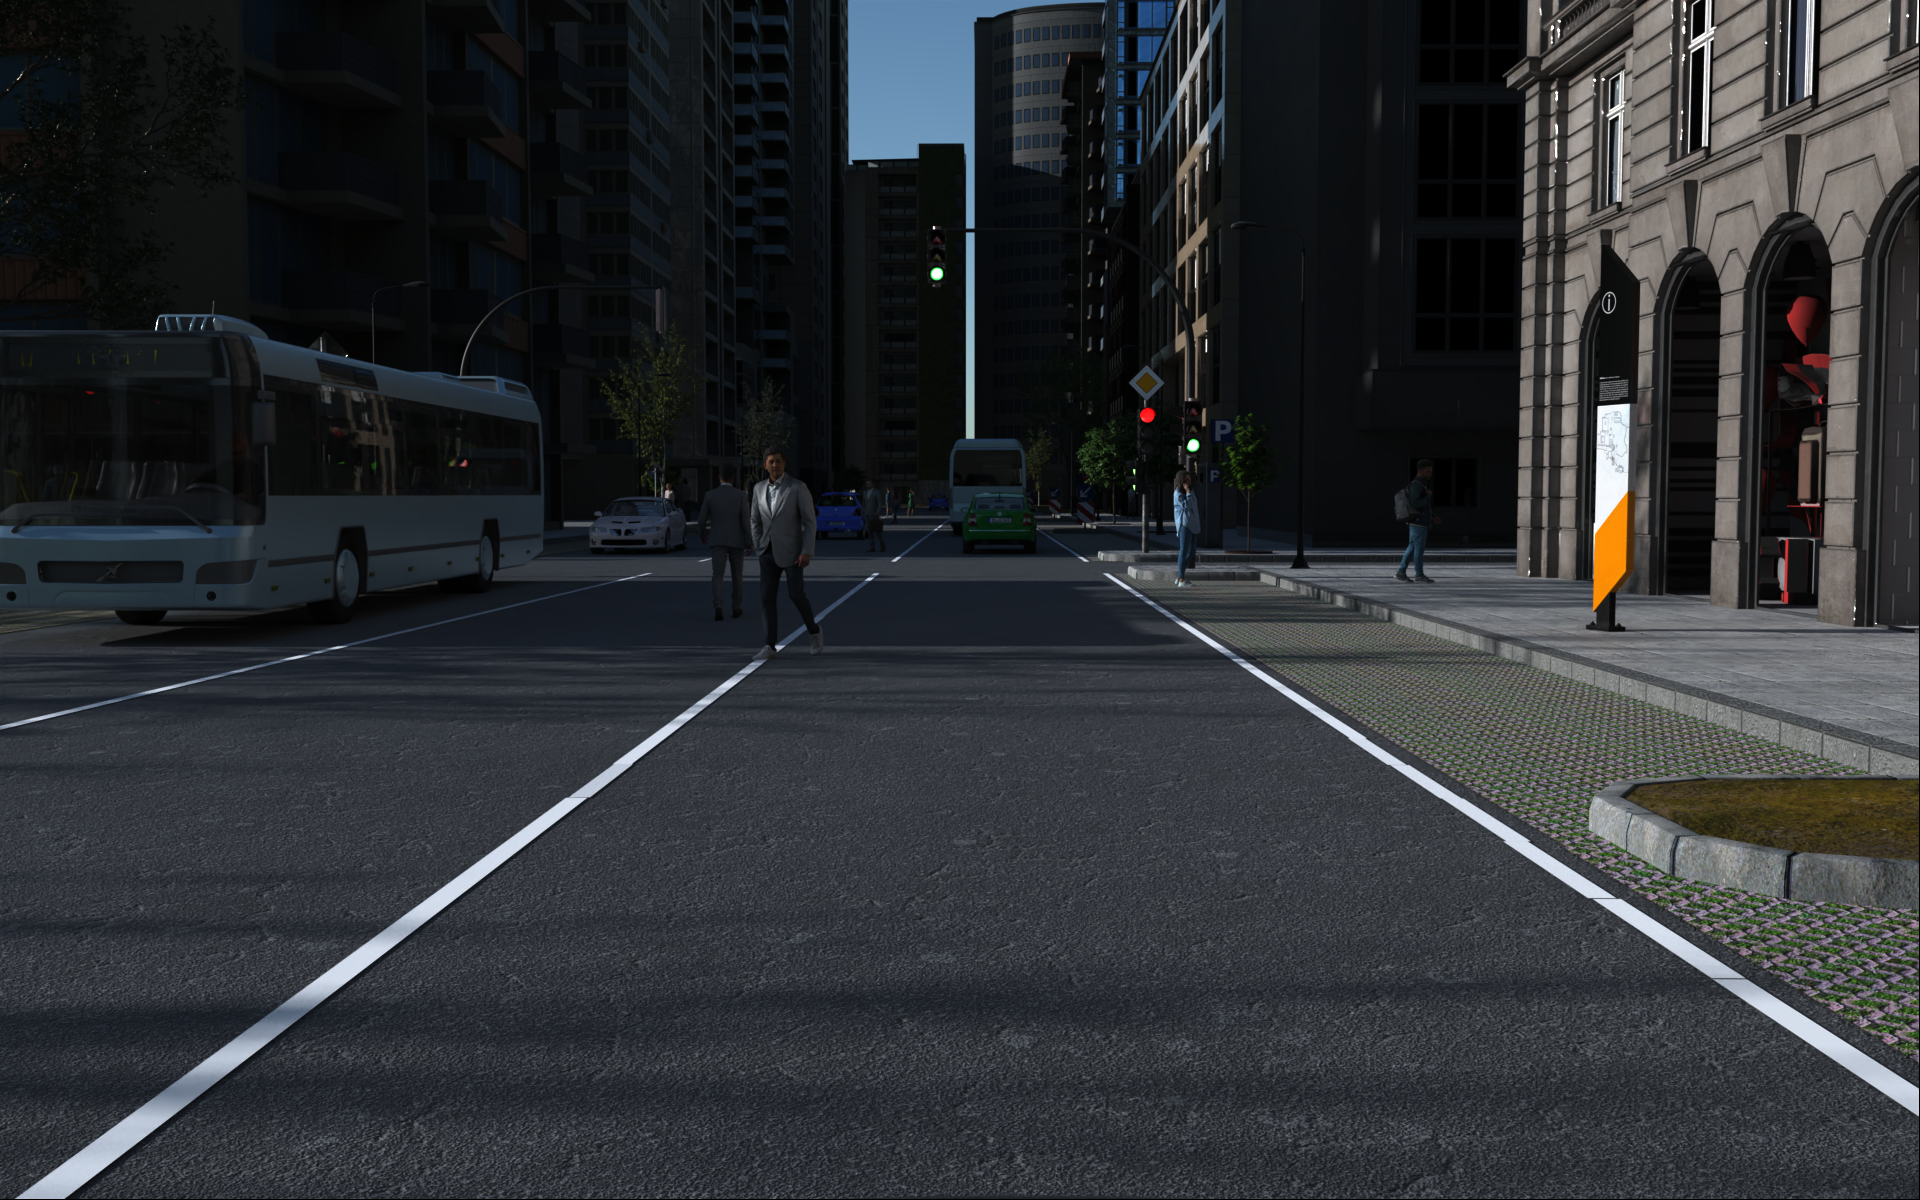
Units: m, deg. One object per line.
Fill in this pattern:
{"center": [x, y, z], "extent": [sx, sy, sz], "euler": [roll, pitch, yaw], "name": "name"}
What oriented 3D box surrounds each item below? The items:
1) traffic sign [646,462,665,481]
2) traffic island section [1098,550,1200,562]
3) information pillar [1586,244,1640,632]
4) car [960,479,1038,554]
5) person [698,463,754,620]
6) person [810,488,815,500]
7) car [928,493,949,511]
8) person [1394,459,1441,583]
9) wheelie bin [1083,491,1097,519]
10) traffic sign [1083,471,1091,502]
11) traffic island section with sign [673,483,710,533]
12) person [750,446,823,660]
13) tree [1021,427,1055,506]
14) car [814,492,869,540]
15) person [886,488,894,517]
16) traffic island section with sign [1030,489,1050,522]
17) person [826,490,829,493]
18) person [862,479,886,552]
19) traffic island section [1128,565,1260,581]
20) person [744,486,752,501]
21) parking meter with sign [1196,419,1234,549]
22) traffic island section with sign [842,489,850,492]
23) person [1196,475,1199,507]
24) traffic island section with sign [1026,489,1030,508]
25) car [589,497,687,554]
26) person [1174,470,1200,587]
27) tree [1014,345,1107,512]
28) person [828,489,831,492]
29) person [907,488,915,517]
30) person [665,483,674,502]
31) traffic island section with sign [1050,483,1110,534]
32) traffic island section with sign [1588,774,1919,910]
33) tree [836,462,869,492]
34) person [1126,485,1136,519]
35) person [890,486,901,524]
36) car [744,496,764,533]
{"center": [-12.326, -4.303, 70.089], "extent": [0.795, 2.593, 0.064], "euler": [0, 4, 1], "name": "traffic sign"}
{"center": [4.072, -0.952, 37.839], "extent": [2.009, 0.180, 2.903], "euler": [0, 4, 1], "name": "traffic island section"}
{"center": [6.097, -1.514, 16.109], "extent": [0.183, 3.616, 0.504], "euler": [-1, 4, -16], "name": "information pillar"}
{"center": [0.977, -2.091, 42.981], "extent": [1.959, 1.807, 4.718], "euler": [0, 4, 1], "name": "car"}
{"center": [-2.681, -0.677, 19.843], "extent": [0.678, 1.792, 0.850], "euler": [0, 4, -1], "name": "person"}
{"center": [-13.017, -8.926, 151.916], "extent": [0.705, 1.831, 1.348], "euler": [1, 4, 10], "name": "person"}
{"center": [-1.813, -8.499, 148.552], "extent": [1.945, 1.707, 3.694], "euler": [0, 3, 0], "name": "car"}
{"center": [6.609, -1.135, 24.951], "extent": [0.721, 1.781, 0.623], "euler": [0, 4, 4], "name": "person"}
{"center": [6.698, -4.983, 89.385], "extent": [0.693, 1.594, 0.980], "euler": [1, 4, 18], "name": "wheelie bin"}
{"center": [6.407, -5.187, 84.913], "extent": [0.768, 2.556, 0.104], "euler": [1, 4, 9], "name": "traffic sign"}
{"center": [-10.192, -3.353, 63.456], "extent": [1.989, 1.847, 2.006], "euler": [0, 4, 1], "name": "traffic island section with sign"}
{"center": [-1.531, -0.417, 15.166], "extent": [0.661, 1.843, 0.795], "euler": [2, 4, 25], "name": "person"}
{"center": [8.430, -14.631, 189.574], "extent": [4.737, 8.622, 4.395], "euler": [0, 3, 0], "name": "tree"}
{"center": [-3.768, -2.813, 55.583], "extent": [1.945, 1.707, 3.694], "euler": [0, 4, 2], "name": "car"}
{"center": [-4.339, -5.997, 106.571], "extent": [0.654, 1.822, 0.581], "euler": [2, 4, 34], "name": "person"}
{"center": [4.784, -4.984, 90.110], "extent": [1.989, 1.847, 2.006], "euler": [0, 4, 1], "name": "traffic island section with sign"}
{"center": [-13.086, -10.003, 171.067], "extent": [0.415, 1.643, 0.593], "euler": [-1, 4, -17], "name": "person"}
{"center": [-2.173, -2.092, 42.829], "extent": [0.709, 1.813, 0.853], "euler": [2, 4, 29], "name": "person"}
{"center": [3.965, -0.463, 29.854], "extent": [2.009, 0.180, 2.903], "euler": [0, 4, 1], "name": "traffic island section"}
{"center": [-13.470, -6.353, 109.894], "extent": [0.794, 1.824, 0.713], "euler": [2, 4, 28], "name": "person"}
{"center": [5.979, -2.747, 41.181], "extent": [0.543, 3.016, 1.738], "euler": [-1, 4, -9], "name": "parking meter with sign"}
{"center": [-9.162, -8.022, 139.789], "extent": [1.989, 1.847, 2.006], "euler": [0, 4, 1], "name": "traffic island section with sign"}
{"center": [6.412, -2.544, 47.759], "extent": [0.709, 1.813, 0.853], "euler": [-1, 4, -9], "name": "person"}
{"center": [5.457, -8.023, 139.801], "extent": [1.989, 1.847, 2.006], "euler": [0, 4, 1], "name": "traffic island section with sign"}
{"center": [-7.938, -1.876, 43.041], "extent": [2.083, 1.381, 4.827], "euler": [0, 4, 0], "name": "car"}
{"center": [3.464, -1.095, 26.667], "extent": [0.793, 1.790, 0.793], "euler": [0, 4, -5], "name": "person"}
{"center": [7.818, -12.001, 121.979], "extent": [9.928, 11.665, 9.643], "euler": [0, 3, 0], "name": "tree"}
{"center": [-12.345, -9.638, 163.767], "extent": [0.705, 1.807, 1.348], "euler": [0, 4, 2], "name": "person"}
{"center": [-3.107, -6.202, 110.144], "extent": [0.529, 1.795, 0.600], "euler": [0, 4, -8], "name": "person"}
{"center": [-12.473, -4.128, 74.211], "extent": [0.731, 1.740, 0.598], "euler": [1, 4, 21], "name": "person"}
{"center": [4.418, -3.335, 63.158], "extent": [1.989, 1.847, 2.006], "euler": [0, 4, 1], "name": "traffic island section with sign"}
{"center": [3.652, 0.109, 6.850], "extent": [1.989, 1.847, 2.006], "euler": [0, 4, 1], "name": "traffic island section with sign"}
{"center": [-11.095, -11.926, 178.708], "extent": [4.285, 4.588, 4.351], "euler": [0, 3, 0], "name": "tree"}
{"center": [8.650, -4.977, 87.642], "extent": [0.478, 1.798, 0.641], "euler": [-2, 4, -29], "name": "person"}
{"center": [-3.095, -4.591, 83.578], "extent": [0.555, 1.821, 0.388], "euler": [-2, 4, -35], "name": "person"}
{"center": [-7.230, -3.391, 65.225], "extent": [2.009, 1.686, 4.222], "euler": [0, 4, 2], "name": "car"}
